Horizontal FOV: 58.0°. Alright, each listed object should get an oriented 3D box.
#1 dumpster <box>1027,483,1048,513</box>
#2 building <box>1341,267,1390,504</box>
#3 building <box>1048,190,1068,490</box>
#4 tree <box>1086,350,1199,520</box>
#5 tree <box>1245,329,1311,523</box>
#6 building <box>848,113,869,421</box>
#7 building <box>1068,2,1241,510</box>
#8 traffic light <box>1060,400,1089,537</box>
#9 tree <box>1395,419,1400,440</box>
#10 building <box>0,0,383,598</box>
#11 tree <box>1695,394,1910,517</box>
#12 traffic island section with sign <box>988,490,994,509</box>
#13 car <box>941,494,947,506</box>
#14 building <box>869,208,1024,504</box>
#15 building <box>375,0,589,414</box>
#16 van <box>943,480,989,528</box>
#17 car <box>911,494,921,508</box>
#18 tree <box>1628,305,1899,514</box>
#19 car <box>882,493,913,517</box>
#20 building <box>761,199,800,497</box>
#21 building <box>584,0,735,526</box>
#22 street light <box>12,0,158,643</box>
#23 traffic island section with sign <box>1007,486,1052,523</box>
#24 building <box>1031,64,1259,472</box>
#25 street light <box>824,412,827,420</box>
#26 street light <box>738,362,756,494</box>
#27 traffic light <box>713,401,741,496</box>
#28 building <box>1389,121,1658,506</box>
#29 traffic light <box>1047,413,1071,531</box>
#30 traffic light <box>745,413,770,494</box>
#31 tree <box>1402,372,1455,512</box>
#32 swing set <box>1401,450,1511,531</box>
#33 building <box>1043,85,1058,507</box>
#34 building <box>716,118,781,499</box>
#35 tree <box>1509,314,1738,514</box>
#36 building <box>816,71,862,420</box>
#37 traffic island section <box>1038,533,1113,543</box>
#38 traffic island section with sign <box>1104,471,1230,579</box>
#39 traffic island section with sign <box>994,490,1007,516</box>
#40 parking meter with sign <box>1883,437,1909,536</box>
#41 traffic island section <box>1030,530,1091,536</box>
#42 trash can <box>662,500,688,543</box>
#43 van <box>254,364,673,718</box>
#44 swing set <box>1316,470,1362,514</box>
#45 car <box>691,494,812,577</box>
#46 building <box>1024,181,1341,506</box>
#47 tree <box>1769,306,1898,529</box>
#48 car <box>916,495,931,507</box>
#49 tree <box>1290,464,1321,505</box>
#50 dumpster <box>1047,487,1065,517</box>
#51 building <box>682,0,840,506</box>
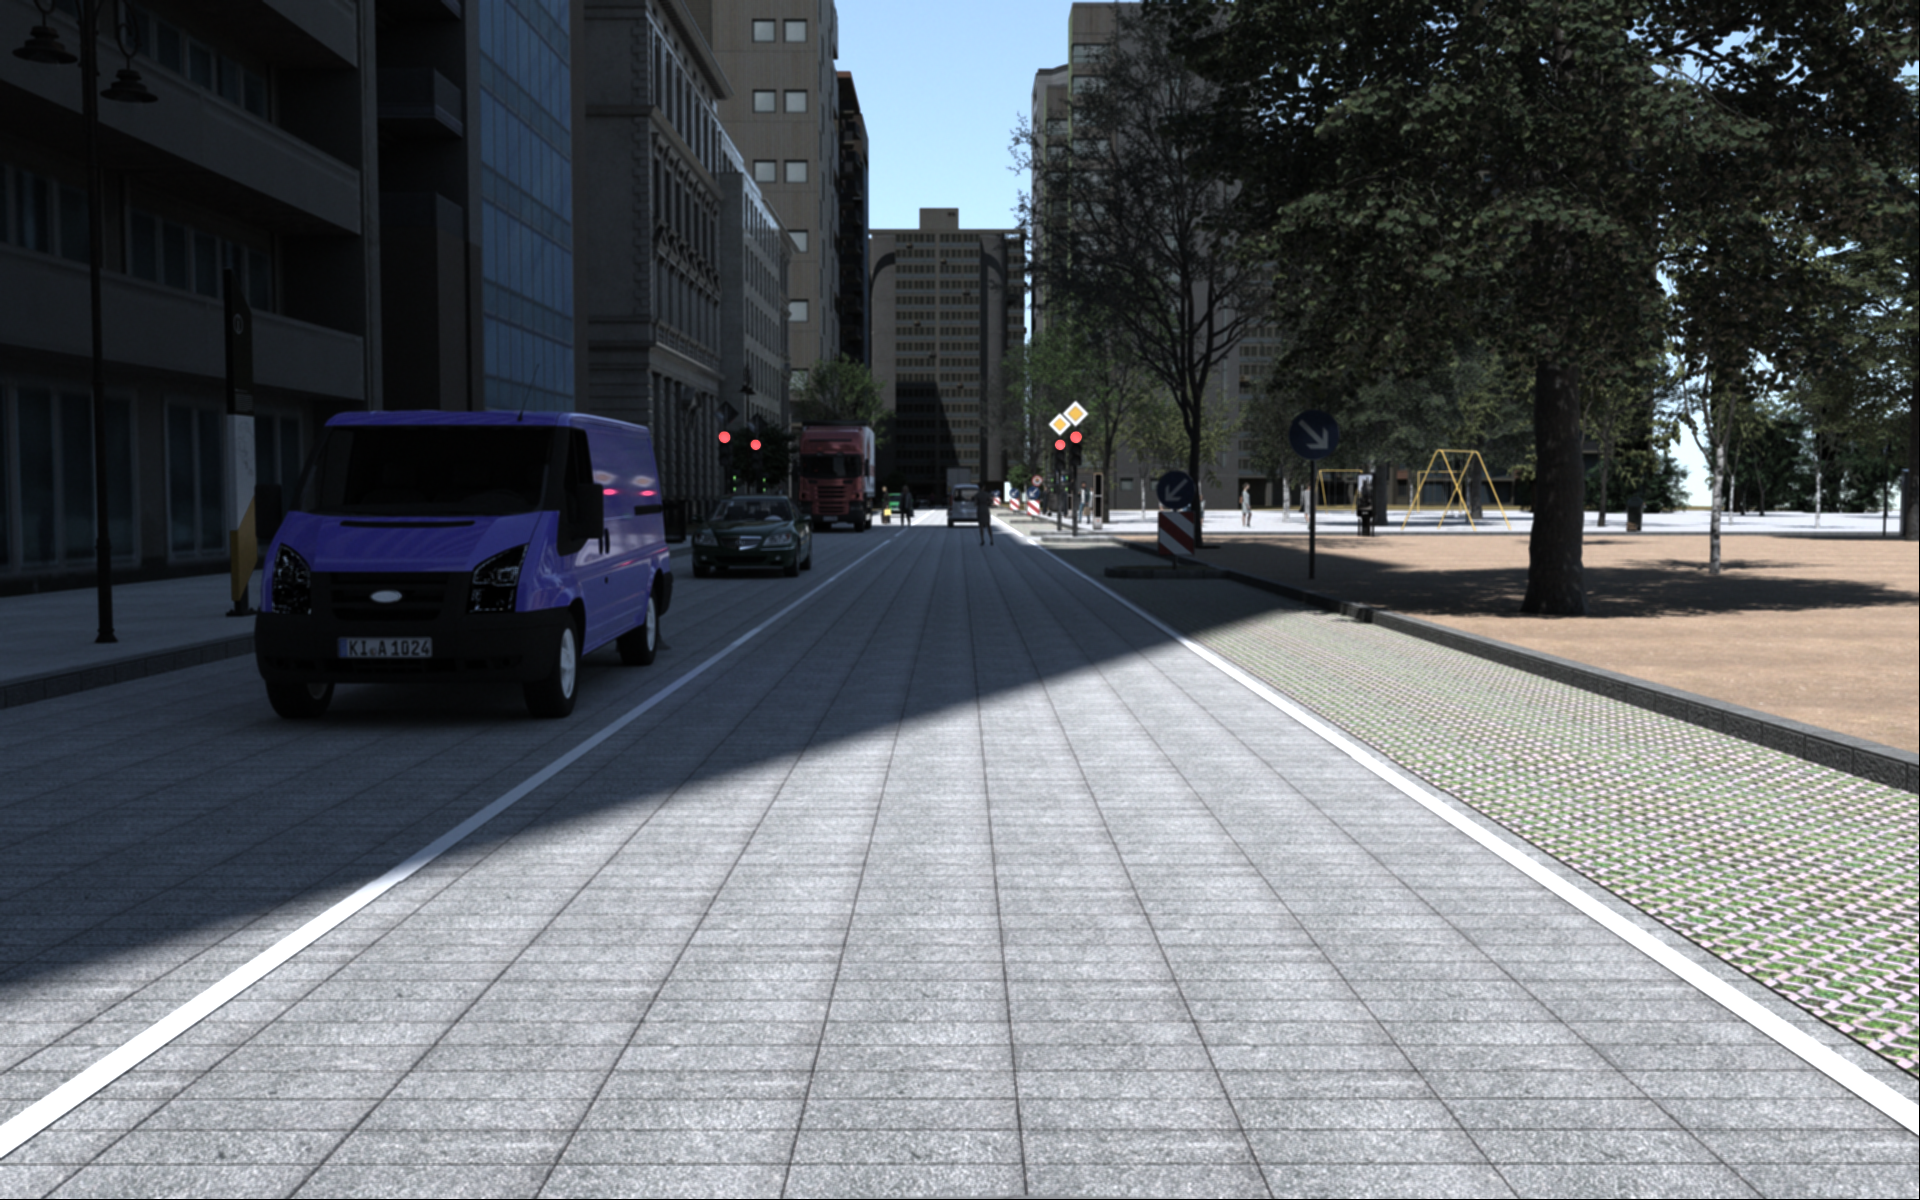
[{"bbox_3d":[5.428,-7.223,120.590,1.502,2.255,1.985,0,3,0],"label":"dumpster"},{"bbox_3d":[50.088,-33.336,236.928,23.993,40.220,32.217,0,3,0],"label":"building"},{"bbox_3d":[15.258,-23.922,162.829,14.160,30.474,14.107,0,3,0],"label":"building"},{"bbox_3d":[9.164,-8.321,86.409,4.737,8.622,4.395,0,3,0],"label":"tree"},{"bbox_3d":[14.783,-7.777,77.514,4.360,8.622,3.978,0,3,0],"label":"tree"},{"bbox_3d":[-17.944,-33.629,199.939,14.200,45.320,14.600,0,3,0],"label":"building"},{"bbox_3d":[16.118,-28.427,148.378,14.154,41.232,14.086,0,3,0],"label":"building"},{"bbox_3d":[3.448,-3.864,52.097,0.839,4.253,0.868,0,3,0],"label":"traffic light"},{"bbox_3d":[33.019,-10.718,125.603,4.737,8.622,4.395,0,3,0],"label":"tree"},{"bbox_3d":[-21.534,-24.294,20.909,21.300,48.544,21.600,0,3,0],"label":"building"},{"bbox_3d":[48.484,-8.218,97.264,11.467,7.101,20.602,-2,4,-27],"label":"tree"},{"bbox_3d":[3.332,-9.378,161.950,1.989,1.847,2.006,0,3,0],"label":"traffic island section with sign"},{"bbox_3d":[-1.207,-11.798,202.682,2.009,1.686,4.222,0,3,0],"label":"car"},{"bbox_3d":[-2.915,-33.398,237.945,23.993,40.220,32.217,0,3,0],"label":"building"},{"bbox_3d":[-17.719,-23.942,41.570,14.200,45.320,14.600,0,3,0],"label":"building"},{"bbox_3d":[0.281,-4.176,75.285,2.013,2.044,4.112,0,4,-1],"label":"van"},{"bbox_3d":[-5.179,-10.615,183.341,2.009,1.686,4.222,0,4,-2],"label":"car"},{"bbox_3d":[58.160,-13.552,123.403,13.155,14.587,18.604,0,4,0],"label":"tree"},{"bbox_3d":[-3.917,-6.134,109.081,1.959,1.807,4.718,0,4,-1],"label":"car"},{"bbox_3d":[-16.847,-16.738,109.817,11.583,22.565,21.152,0,3,0],"label":"building"},{"bbox_3d":[-16.123,-14.876,72.097,11.050,23.489,19.941,0,3,0],"label":"building"},{"bbox_3d":[-7.382,-2.569,14.798,0.468,5.910,1.993,0,3,0],"label":"street light"},{"bbox_3d":[3.452,-4.659,84.810,1.989,1.847,2.006,0,3,0],"label":"traffic island section with sign"},{"bbox_3d":[23.992,-42.200,231.974,28.212,58.520,21.231,0,3,0],"label":"building"},{"bbox_3d":[-7.564,-7.644,97.770,0.468,5.910,1.993,0,3,0],"label":"street light"},{"bbox_3d":[-7.427,-5.375,60.667,0.468,5.910,1.993,0,3,0],"label":"street light"},{"bbox_3d":[-7.013,-3.862,52.066,0.839,4.253,0.868,0,3,0],"label":"traffic light"},{"bbox_3d":[64.377,-33.161,196.812,28.867,44.769,22.147,0,3,0],"label":"building"},{"bbox_3d":[3.437,-4.352,60.082,0.839,4.253,0.868,0,3,0],"label":"traffic light"},{"bbox_3d":[-7.024,-4.350,60.051,0.839,4.253,0.868,0,3,0],"label":"traffic light"},{"bbox_3d":[22.432,-7.753,77.126,4.737,8.622,4.395,0,3,0],"label":"tree"},{"bbox_3d":[17.864,-3.942,62.071,2.862,2.851,3.119,3,5,42],"label":"swing set"},{"bbox_3d":[15.419,-30.151,176.571,14.154,41.232,14.086,0,3,0],"label":"building"},{"bbox_3d":[-15.462,-14.423,90.560,10.420,20.320,16.860,0,3,0],"label":"building"},{"bbox_3d":[43.430,-13.455,121.806,13.155,14.587,18.604,0,4,-2],"label":"tree"},{"bbox_3d":[-21.509,-31.949,176.992,22.147,44.769,28.867,0,3,0],"label":"building"},{"bbox_3d":[3.488,-1.831,52.211,2.009,0.180,2.903,0,3,0],"label":"traffic island section"},{"bbox_3d":[3.532,-1.305,29.962,1.989,1.847,2.006,0,3,0],"label":"traffic island section with sign"},{"bbox_3d":[3.407,-6.350,112.447,1.989,1.847,2.006,0,3,0],"label":"traffic island section with sign"},{"bbox_3d":[29.170,-3.462,52.871,1.738,3.016,0.543,1,4,14],"label":"parking meter with sign"},{"bbox_3d":[3.477,-2.319,60.196,2.009,0.180,2.903,0,3,0],"label":"traffic island section"},{"bbox_3d":[-7.473,-2.057,45.291,0.748,1.137,0.748,0,3,0],"label":"trash can"},{"bbox_3d":[-3.471,-0.518,12.857,2.240,2.365,5.245,0,4,-1],"label":"van"},{"bbox_3d":[24.708,-7.061,113.064,3.119,2.851,2.862,-1,4,-9],"label":"swing set"},{"bbox_3d":[-3.715,-1.200,31.412,2.131,1.459,4.920,0,4,-1],"label":"car"},{"bbox_3d":[24.152,-30.810,195.618,32.217,40.220,23.993,0,3,0],"label":"building"},{"bbox_3d":[31.998,-6.950,64.000,4.360,8.622,3.978,0,3,0],"label":"tree"},{"bbox_3d":[-4.219,-11.096,194.004,1.945,1.354,3.894,0,4,-1],"label":"car"},{"bbox_3d":[26.294,-11.128,132.309,4.737,8.622,4.395,0,3,0],"label":"tree"},{"bbox_3d":[5.646,-5.721,99.301,1.264,1.857,1.865,0,3,0],"label":"dumpster"},{"bbox_3d":[-24.497,-34.189,148.224,28.713,52.752,27.495,0,3,0],"label":"building"}]
